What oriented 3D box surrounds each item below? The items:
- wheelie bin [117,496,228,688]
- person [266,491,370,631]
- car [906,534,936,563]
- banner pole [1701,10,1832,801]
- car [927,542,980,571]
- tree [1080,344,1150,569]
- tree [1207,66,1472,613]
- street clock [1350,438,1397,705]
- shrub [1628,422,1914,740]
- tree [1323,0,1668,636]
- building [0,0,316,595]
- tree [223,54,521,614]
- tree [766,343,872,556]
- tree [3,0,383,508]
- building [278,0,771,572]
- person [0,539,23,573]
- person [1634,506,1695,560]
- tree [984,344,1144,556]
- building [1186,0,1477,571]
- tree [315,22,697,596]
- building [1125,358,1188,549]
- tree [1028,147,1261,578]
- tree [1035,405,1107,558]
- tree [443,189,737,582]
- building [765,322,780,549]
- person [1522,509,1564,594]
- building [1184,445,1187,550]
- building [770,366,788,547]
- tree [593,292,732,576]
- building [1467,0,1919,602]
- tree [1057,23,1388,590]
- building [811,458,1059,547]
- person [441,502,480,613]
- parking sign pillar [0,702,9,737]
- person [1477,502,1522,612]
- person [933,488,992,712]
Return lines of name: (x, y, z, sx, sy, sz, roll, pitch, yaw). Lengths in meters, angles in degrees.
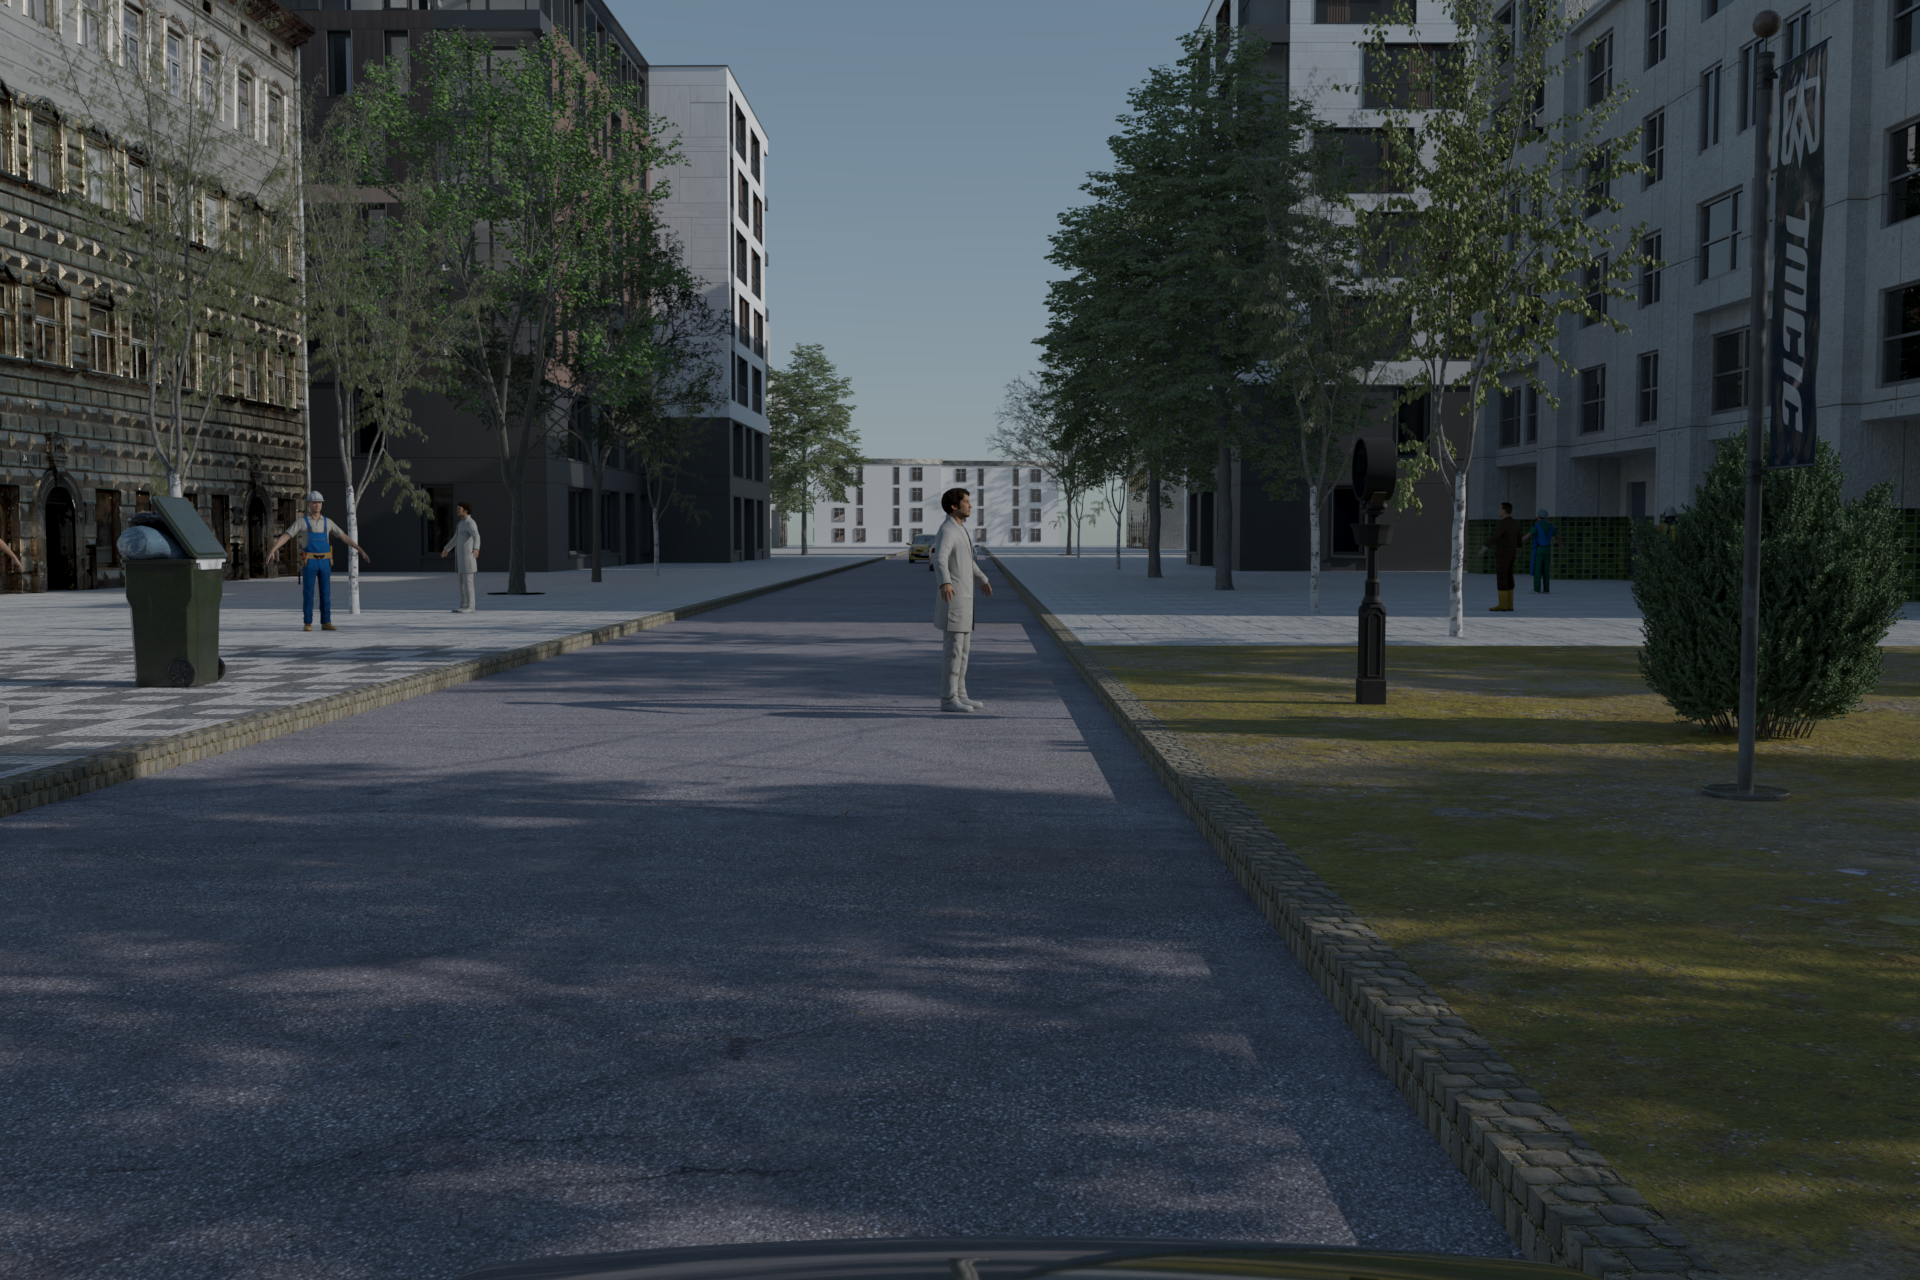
wheelie bin: (-6.671, -0.413, 14.655, 0.693, 1.594, 0.980, 0, 3, 0)
person: (-8.516, -1.044, 22.931, 1.347, 1.847, 0.705, -3, 4, -39)
car: (-1.649, -4.629, 85.906, 2.015, 1.641, 3.980, 0, 4, 1)
banner pole: (3.851, -1.110, 8.159, 0.401, 3.779, 0.863, 0, 4, 1)
car: (-0.262, -3.437, 68.558, 2.083, 1.381, 4.827, 0, 4, 1)
tree: (5.666, -6.867, 62.632, 4.360, 8.622, 3.978, 0, 3, 0)
tree: (5.758, -4.757, 28.141, 4.360, 8.622, 3.978, 0, 3, 0)
street clock: (3.109, -0.519, 13.050, 0.358, 2.002, 0.471, 0, 4, -1)
shrub: (5.134, -0.429, 11.061, 1.661, 2.075, 1.752, 0, 3, 0)
tree: (6.415, -4.362, 21.674, 4.737, 8.622, 4.395, 0, 3, 0)
building: (-29.145, -12.985, 43.235, 19.493, 23.208, 18.063, 0, 4, 1)
tree: (-9.923, -4.721, 27.559, 4.360, 8.622, 3.978, 0, 3, 0)
tree: (-9.098, -11.288, 102.691, 7.486, 12.596, 7.792, 0, 3, 0)
tree: (-9.953, -4.336, 21.257, 4.360, 8.622, 3.978, 0, 3, 0)
building: (-24.077, -14.063, 73.908, 27.936, 21.610, 32.646, 0, 4, 1)
person: (-9.449, -0.577, 16.233, 1.217, 1.733, 0.721, -3, 5, -40)
person: (14.624, -1.833, 35.733, 1.354, 1.858, 0.705, 0, 4, 7)
tree: (6.580, -11.794, 103.194, 12.009, 13.543, 11.850, 0, 3, 0)
building: (23.559, -14.154, 75.390, 27.936, 21.610, 32.646, 0, 3, 0)
tree: (-9.365, -6.750, 36.117, 9.928, 11.665, 9.643, 0, 3, 0)
building: (25.121, -19.818, 154.945, 19.493, 23.208, 18.063, 0, 3, 0)
tree: (5.467, -8.098, 50.531, 7.486, 12.596, 7.792, 0, 3, 0)
tree: (6.459, -8.734, 93.157, 4.360, 8.622, 3.978, 0, 3, 0)
tree: (-9.742, -6.795, 45.510, 8.767, 10.594, 7.601, 0, 4, 5)
building: (-24.496, -16.688, 139.301, 16.747, 18.905, 31.486, 0, 4, 0)
person: (12.504, -1.907, 37.300, 1.347, 1.817, 0.704, -1, 4, -20)
building: (22.638, -11.347, 127.673, 9.099, 9.664, 28.070, 0, 4, 0)
building: (-26.783, -20.462, 165.489, 19.493, 23.208, 18.063, 0, 4, 0)
tree: (-9.266, -6.243, 52.433, 4.360, 8.622, 3.978, 0, 3, 0)
building: (24.943, -10.646, 40.521, 16.747, 18.905, 31.486, 0, 4, 0)
tree: (5.679, -7.431, 39.628, 7.486, 12.596, 7.792, 0, 3, 0)
building: (-2.672, -15.275, 194.350, 28.070, 9.664, 9.099, -1, 4, -8)
person: (-8.076, -1.345, 28.175, 0.705, 1.806, 1.347, -3, 4, -38)
parking sign pillar: (-6.764, -1.360, 10.708, 1.447, 3.967, 1.447, 0, 4, 0)
person: (9.033, -1.385, 28.783, 1.346, 1.812, 0.704, -3, 5, -45)
person: (-0.003, -0.332, 14.080, 0.705, 1.806, 1.347, 1, 4, 15)
